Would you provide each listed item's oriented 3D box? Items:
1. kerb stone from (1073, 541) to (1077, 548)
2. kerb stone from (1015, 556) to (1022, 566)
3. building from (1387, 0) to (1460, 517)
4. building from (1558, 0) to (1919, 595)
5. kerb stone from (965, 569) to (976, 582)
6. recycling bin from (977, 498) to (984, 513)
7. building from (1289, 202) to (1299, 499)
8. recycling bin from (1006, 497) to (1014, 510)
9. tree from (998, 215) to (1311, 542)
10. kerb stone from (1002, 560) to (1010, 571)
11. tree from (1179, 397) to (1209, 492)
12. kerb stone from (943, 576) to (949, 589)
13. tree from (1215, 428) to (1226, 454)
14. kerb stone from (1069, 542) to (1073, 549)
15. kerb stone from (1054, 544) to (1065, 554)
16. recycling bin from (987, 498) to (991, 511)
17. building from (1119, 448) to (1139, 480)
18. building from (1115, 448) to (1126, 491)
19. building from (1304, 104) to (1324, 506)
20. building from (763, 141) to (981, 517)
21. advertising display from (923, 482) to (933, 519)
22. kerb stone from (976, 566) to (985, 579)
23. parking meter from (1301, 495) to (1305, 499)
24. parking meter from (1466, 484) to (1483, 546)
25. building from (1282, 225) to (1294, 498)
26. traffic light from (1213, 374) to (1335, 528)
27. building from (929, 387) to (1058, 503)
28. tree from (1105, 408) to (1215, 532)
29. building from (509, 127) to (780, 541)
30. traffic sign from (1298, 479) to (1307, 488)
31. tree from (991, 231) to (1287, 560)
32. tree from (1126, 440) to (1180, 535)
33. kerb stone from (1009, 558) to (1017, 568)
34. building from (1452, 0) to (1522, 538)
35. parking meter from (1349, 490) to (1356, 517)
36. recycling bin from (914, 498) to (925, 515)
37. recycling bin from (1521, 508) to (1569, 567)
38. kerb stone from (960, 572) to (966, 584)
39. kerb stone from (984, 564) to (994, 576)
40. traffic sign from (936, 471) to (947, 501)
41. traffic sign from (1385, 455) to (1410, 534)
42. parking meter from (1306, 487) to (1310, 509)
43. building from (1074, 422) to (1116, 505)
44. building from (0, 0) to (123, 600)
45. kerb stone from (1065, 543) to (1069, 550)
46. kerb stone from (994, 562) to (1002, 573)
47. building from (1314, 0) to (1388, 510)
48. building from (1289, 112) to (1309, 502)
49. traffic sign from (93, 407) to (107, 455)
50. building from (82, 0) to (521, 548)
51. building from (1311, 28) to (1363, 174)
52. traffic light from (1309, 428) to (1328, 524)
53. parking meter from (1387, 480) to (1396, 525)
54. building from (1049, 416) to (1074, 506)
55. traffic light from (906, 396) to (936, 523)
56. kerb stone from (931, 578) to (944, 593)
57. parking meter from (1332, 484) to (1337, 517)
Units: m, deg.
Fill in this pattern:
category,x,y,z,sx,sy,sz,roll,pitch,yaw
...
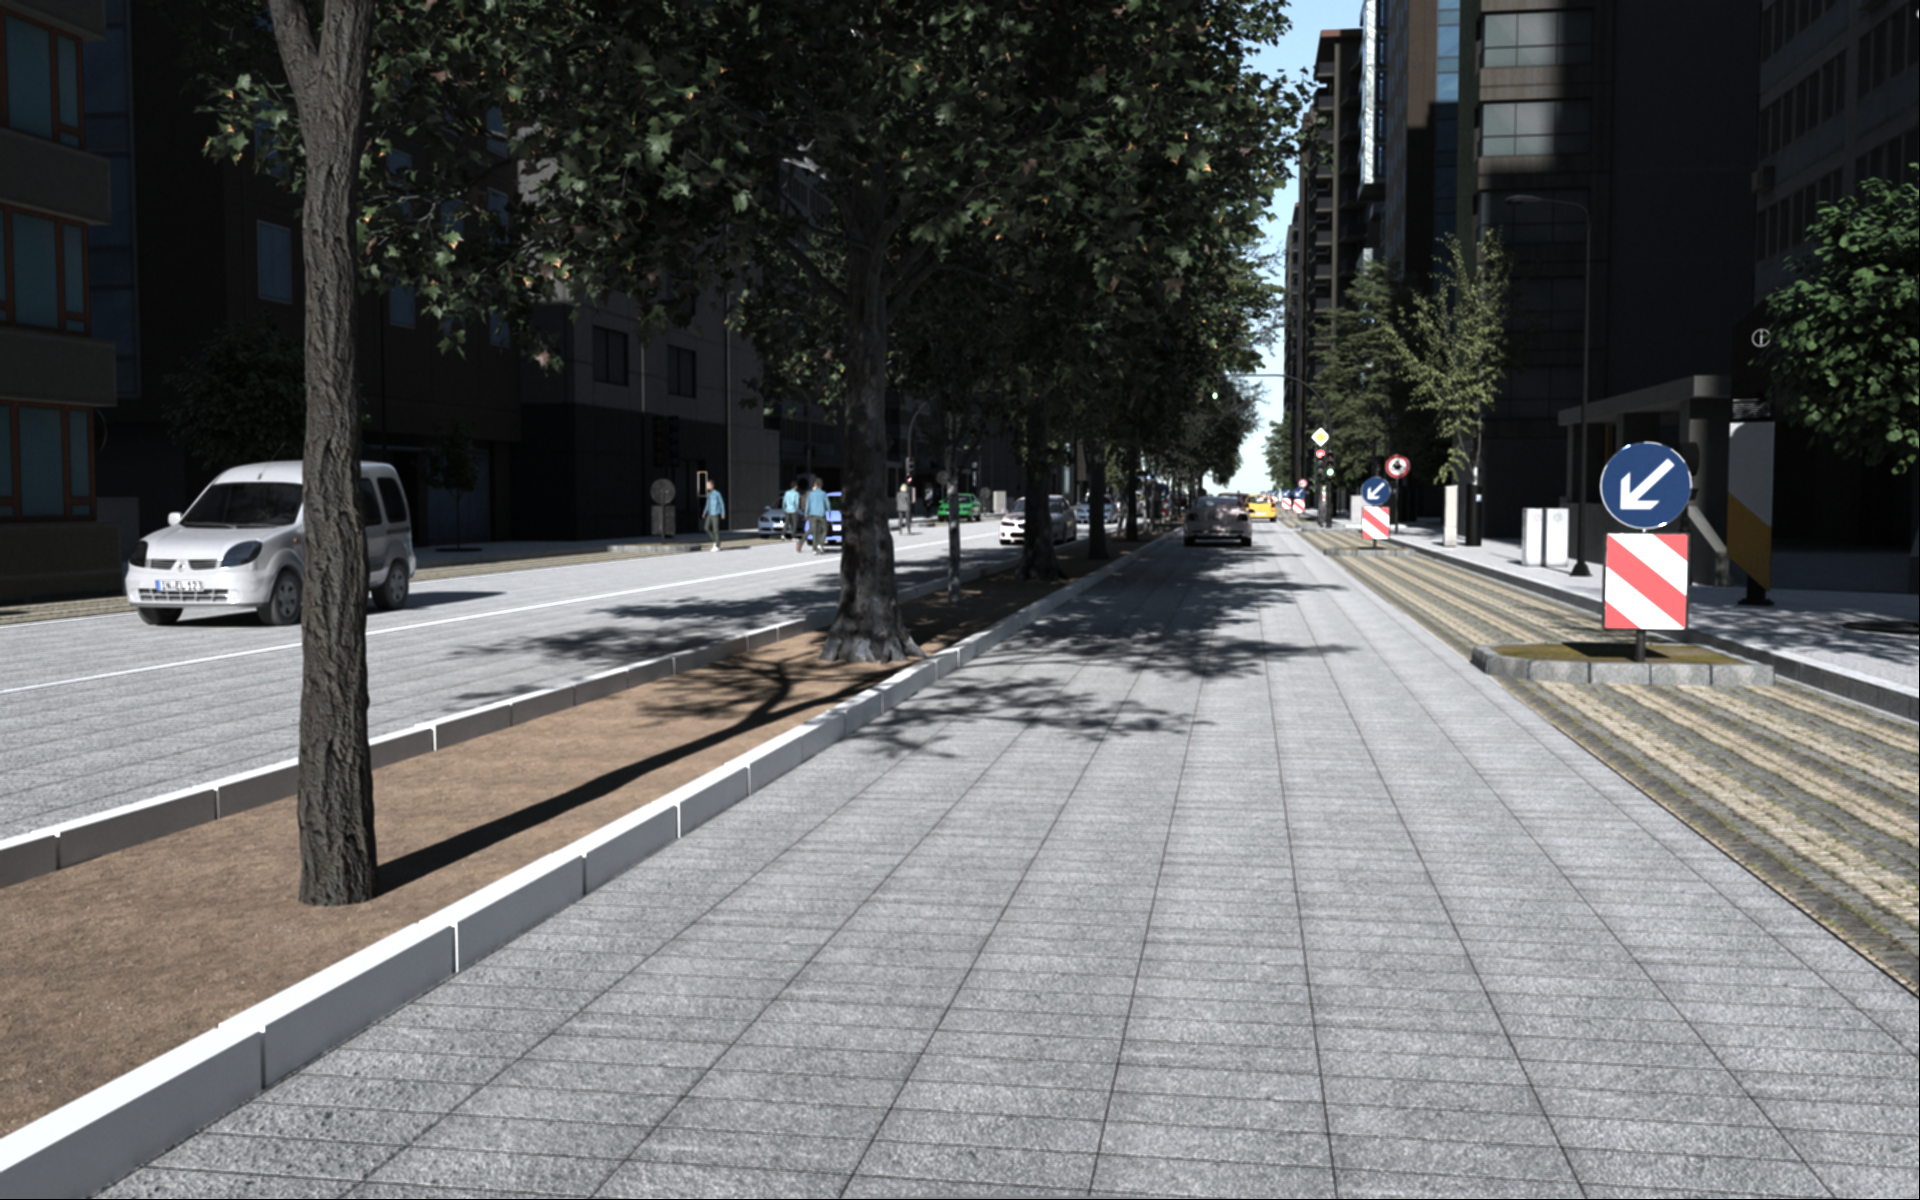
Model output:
category,x,y,z,sx,sy,sz,roll,pitch,yaw
kerb stone,2.903,-1.425,45.487,0.120,0.150,1.000,1,4,9
kerb stone,1.079,-0.741,34.367,0.120,0.150,1.000,1,4,9
building,32.151,-27.487,99.528,14.600,45.320,14.200,1,4,9
building,27.447,-20.493,26.943,32.217,40.220,23.993,1,4,9
kerb stone,0.082,-0.373,28.299,0.120,0.150,1.000,1,4,9
recycling bin,1.146,-6.476,118.434,0.722,1.027,0.722,-3,5,-44
building,59.452,-36.570,252.540,22.147,44.769,28.867,1,4,9
recycling bin,3.930,-7.858,141.026,0.722,1.027,0.722,3,5,44
tree,5.160,-8.495,51.713,12.009,13.543,11.850,0,3,0
kerb stone,0.752,-0.619,32.341,0.120,0.150,1.000,1,4,9
tree,6.443,-6.557,60.031,4.360,8.622,3.978,0,3,0
kerb stone,-0.251,-0.250,26.282,0.120,0.150,1.000,1,4,9
tree,16.023,-10.057,117.255,4.737,8.622,4.395,0,3,0
kerb stone,2.736,-1.363,44.479,0.120,0.150,1.000,1,4,9
kerb stone,2.400,-1.238,42.452,0.120,0.150,1.000,1,4,9
recycling bin,2.205,-6.822,124.094,0.722,1.027,0.722,2,4,30
building,19.091,-40.802,290.821,21.300,48.544,21.600,1,4,9
building,13.908,-39.477,265.051,23.786,49.044,30.456,1,4,9
building,43.797,-30.596,183.838,14.154,41.232,14.086,1,4,9
building,-15.286,-26.330,122.372,32.217,40.220,23.993,1,4,9
advertising display,-1.690,-5.259,91.205,0.123,1.923,0.974,2,4,27
kerb stone,0.249,-0.435,29.307,0.120,0.150,1.000,1,4,9
parking meter,27.711,-8.048,139.998,0.372,1.533,0.369,0,3,0
parking meter,12.652,-2.093,42.638,0.372,1.533,0.369,0,3,0
building,65.603,-40.844,291.495,21.300,48.544,21.600,1,4,9
traffic light,11.858,-5.564,65.633,4.771,5.953,1.251,1,4,9
building,-1.453,-44.259,161.882,20.563,71.187,20.611,1,4,9
tree,7.230,-6.880,65.307,4.737,8.622,4.395,0,3,0
building,-18.786,-37.814,56.513,20.611,71.187,20.563,1,4,9
traffic sign,28.682,-8.859,144.957,0.768,2.556,0.104,1,4,17
tree,3.045,-7.123,37.053,7.486,12.596,7.792,0,3,0
tree,3.307,-5.529,43.221,4.360,8.622,3.978,0,3,0
kerb stone,0.918,-0.678,33.354,0.120,0.150,1.000,1,4,9
building,22.983,-22.715,54.986,14.154,41.232,14.086,1,4,9
parking meter,21.640,-5.326,95.493,0.372,1.533,0.369,0,3,0
recycling bin,-2.488,-5.883,108.737,0.722,1.027,0.722,1,4,9
recycling bin,10.421,-1.119,30.857,0.722,1.027,0.722,1,4,12
kerb stone,-0.082,-0.312,27.290,0.120,0.150,1.000,1,4,9
kerb stone,0.413,-0.497,30.324,0.120,0.150,1.000,1,4,9
traffic sign,-0.949,-5.779,94.597,0.768,2.556,0.104,1,4,17
traffic sign,14.120,-3.415,55.947,0.768,2.556,0.104,1,4,13
parking meter,29.276,-8.561,145.682,0.255,1.863,0.399,2,4,34
building,14.260,-28.784,242.316,14.160,30.474,14.107,1,4,9
building,-27.707,-10.187,11.605,27.650,21.520,28.899,1,4,9
kerb stone,2.567,-1.300,43.465,0.120,0.150,1.000,1,4,9
kerb stone,0.591,-0.557,31.332,0.120,0.150,1.000,1,4,9
building,38.739,-49.876,128.144,22.319,86.520,31.000,1,4,9
building,45.851,-33.522,198.192,14.600,45.320,14.200,1,4,9
traffic sign,-12.403,-1.493,24.522,0.768,2.556,0.104,1,4,18
building,-19.806,-23.872,40.425,14.600,45.320,14.200,1,4,9
building,44.171,-31.025,161.878,22.147,44.769,28.867,1,4,9
traffic light,15.226,-5.162,73.318,0.839,4.253,0.868,1,4,9
parking meter,18.175,-4.111,72.924,0.399,1.863,0.255,-3,5,-40
building,1.848,-53.488,187.201,22.319,86.520,31.000,1,4,9
traffic light,-0.128,-6.188,75.840,4.771,5.953,1.251,1,4,9
kerb stone,-0.414,-0.188,25.272,0.120,0.150,1.000,1,4,9
parking meter,21.060,-5.622,97.636,0.255,1.863,0.399,-1,4,-15
